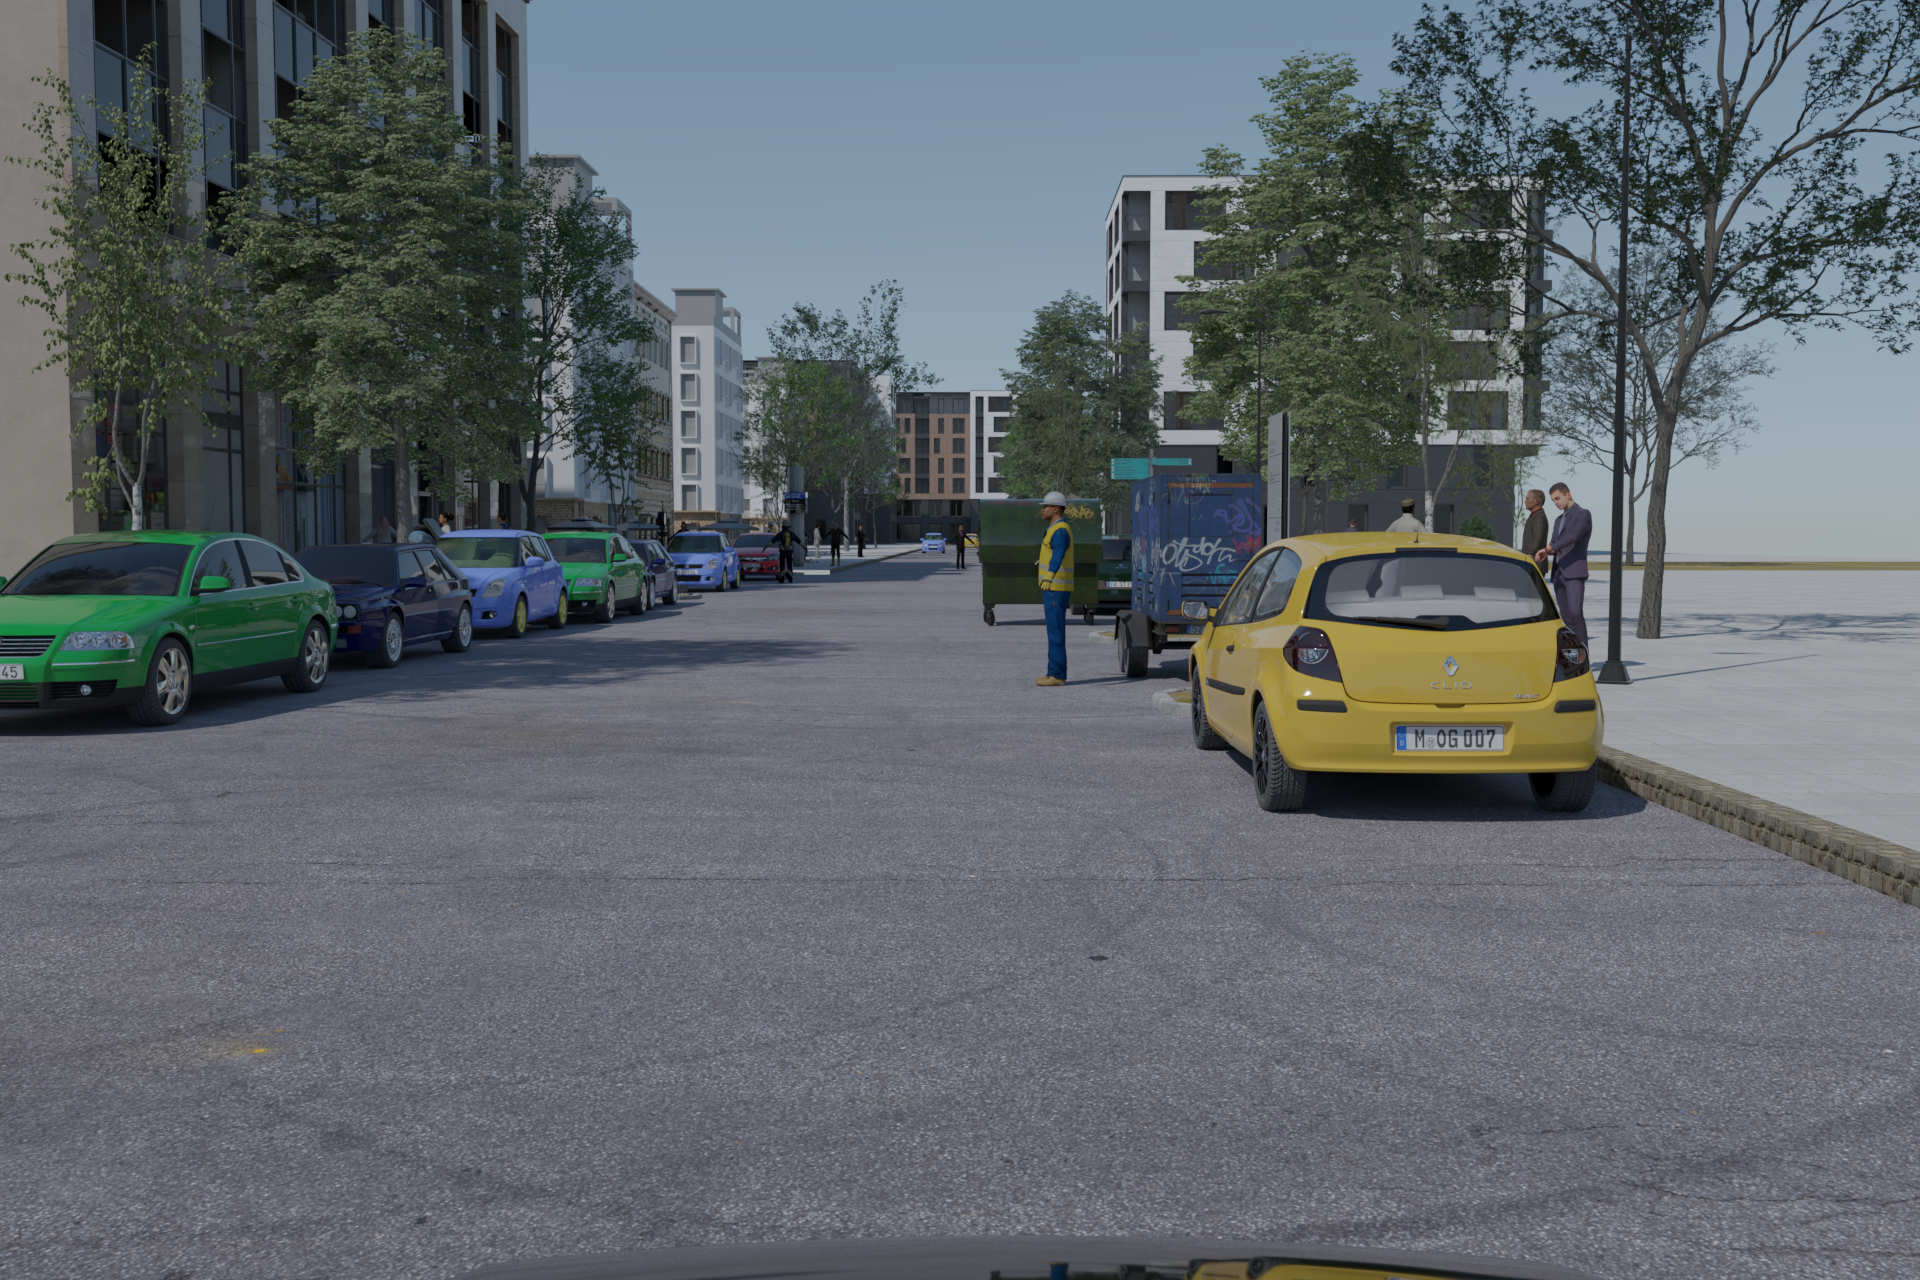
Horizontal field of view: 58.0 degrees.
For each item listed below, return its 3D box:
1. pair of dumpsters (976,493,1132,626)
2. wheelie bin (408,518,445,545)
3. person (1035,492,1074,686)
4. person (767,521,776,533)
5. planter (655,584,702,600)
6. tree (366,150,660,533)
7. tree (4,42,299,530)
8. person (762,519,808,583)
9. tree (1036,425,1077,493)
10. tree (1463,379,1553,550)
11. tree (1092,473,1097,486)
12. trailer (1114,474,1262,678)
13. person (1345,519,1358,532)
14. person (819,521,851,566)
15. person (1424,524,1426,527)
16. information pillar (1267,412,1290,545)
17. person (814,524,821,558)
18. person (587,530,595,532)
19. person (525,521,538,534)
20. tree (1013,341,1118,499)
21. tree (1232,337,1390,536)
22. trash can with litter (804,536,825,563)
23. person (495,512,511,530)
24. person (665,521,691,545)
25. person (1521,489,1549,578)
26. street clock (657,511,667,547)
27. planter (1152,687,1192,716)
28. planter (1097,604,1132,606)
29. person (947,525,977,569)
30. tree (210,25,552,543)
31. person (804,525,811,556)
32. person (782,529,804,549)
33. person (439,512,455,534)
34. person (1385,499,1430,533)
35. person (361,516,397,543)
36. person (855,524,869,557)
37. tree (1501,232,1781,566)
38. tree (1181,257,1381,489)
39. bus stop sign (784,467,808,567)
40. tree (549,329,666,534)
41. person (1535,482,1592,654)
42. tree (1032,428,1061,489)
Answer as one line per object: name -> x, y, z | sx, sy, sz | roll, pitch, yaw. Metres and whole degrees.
pair of dumpsters -> 2.476, -1.378, 27.475 | 4.436, 2.255, 1.574 | 0, 4, 0
wheelie bin -> -10.609, -1.634, 34.628 | 0.693, 1.594, 0.980 | 0, 4, 0
person -> 0.874, -0.489, 16.430 | 0.705, 1.833, 1.349 | 0, 4, 2
person -> -7.344, -3.671, 66.481 | 0.721, 1.772, 1.216 | 2, 4, 26
planter -> -6.781, -1.053, 38.351 | 1.991, 0.319, 1.994 | 0, 4, 1
tree -> -12.177, -7.499, 48.364 | 9.928, 11.665, 9.643 | 0, 3, 0
tree -> -12.711, -4.679, 26.870 | 4.737, 8.622, 4.395 | 0, 3, 0
person -> -5.087, -2.587, 50.540 | 1.354, 1.856, 0.705 | -1, 4, -16
tree -> 6.605, -9.643, 108.026 | 4.737, 8.622, 4.395 | 0, 3, 0
tree -> 26.153, -7.966, 80.609 | 4.360, 8.622, 3.978 | 0, 3, 0
tree -> 22.089, -21.317, 255.179 | 9.857, 13.997, 8.962 | 0, 3, 0
trailer -> 2.366, -0.689, 18.308 | 1.471, 1.999, 3.904 | 0, 3, 0
person -> 11.277, -2.621, 49.814 | 0.530, 1.710, 0.541 | -1, 4, -20
person -> -4.999, -3.879, 69.558 | 1.346, 1.812, 0.704 | 1, 4, 14
person -> 11.923, -2.361, 45.455 | 0.742, 1.727, 0.445 | 2, 4, 23
information pillar -> 6.277, -2.621, 34.166 | 0.184, 3.620, 1.656 | 0, 4, 1
person -> -7.583, -5.271, 92.367 | 0.705, 1.806, 1.347 | -1, 4, -15
person -> -17.402, -4.573, 81.487 | 1.216, 1.740, 0.721 | -3, 4, -39
person -> -15.610, -3.462, 62.735 | 0.704, 1.817, 1.347 | 2, 4, 27
tree -> 3.724, -7.131, 66.953 | 4.360, 8.622, 3.978 | 0, 3, 0
tree -> 15.203, -8.594, 74.929 | 7.601, 10.594, 8.767 | -1, 4, -12
trash can with litter -> -6.861, -4.102, 78.122 | 1.678, 1.210, 2.233 | 0, 4, 2
person -> -10.870, -2.133, 41.040 | 0.704, 1.807, 1.345 | 1, 4, 22
person -> -9.530, -3.228, 59.589 | 1.215, 1.729, 0.721 | 0, 4, 4
person -> 6.727, -0.868, 20.364 | 0.705, 1.807, 1.348 | 1, 4, 17
street clock -> -9.517, -3.108, 55.384 | 0.358, 2.002, 0.471 | 0, 4, 1
planter -> 2.618, 0.417, 14.321 | 1.991, 0.319, 1.994 | 0, 4, 1
planter -> 2.857, -0.871, 35.376 | 1.991, 0.319, 1.994 | 0, 4, 1
person -> 0.043, -3.790, 70.650 | 1.346, 1.802, 0.704 | -2, 4, -29
tree -> -13.243, -7.431, 39.630 | 7.486, 12.596, 7.792 | 0, 3, 0
person -> -9.125, -5.806, 101.110 | 0.705, 1.806, 1.347 | -2, 4, -35
person -> -5.806, -2.985, 57.383 | 1.348, 1.813, 0.705 | 0, 4, 4
person -> -10.904, -1.810, 36.371 | 0.721, 1.739, 1.217 | -2, 4, -28
person -> 6.833, -1.240, 26.367 | 0.704, 1.819, 1.344 | -3, 5, -43
person -> -16.581, -2.674, 49.860 | 1.347, 1.811, 0.704 | -1, 4, -18
person -> -5.447, -5.461, 95.215 | 0.705, 1.837, 1.347 | 2, 4, 29
tree -> 27.063, -9.717, 69.250 | 12.009, 13.543, 11.850 | 0, 3, 0
tree -> 12.115, -8.500, 64.731 | 9.928, 11.665, 9.643 | 0, 3, 0
bus stop sign -> -6.415, -4.815, 67.747 | 0.837, 3.901, 0.837 | 0, 4, 0
tree -> -12.138, -6.748, 60.699 | 4.737, 8.622, 4.395 | 0, 3, 0
person -> 5.626, -0.593, 16.191 | 0.568, 1.767, 0.683 | -1, 4, -15
tree -> 6.748, -10.126, 115.917 | 4.737, 8.622, 4.395 | 0, 3, 0
